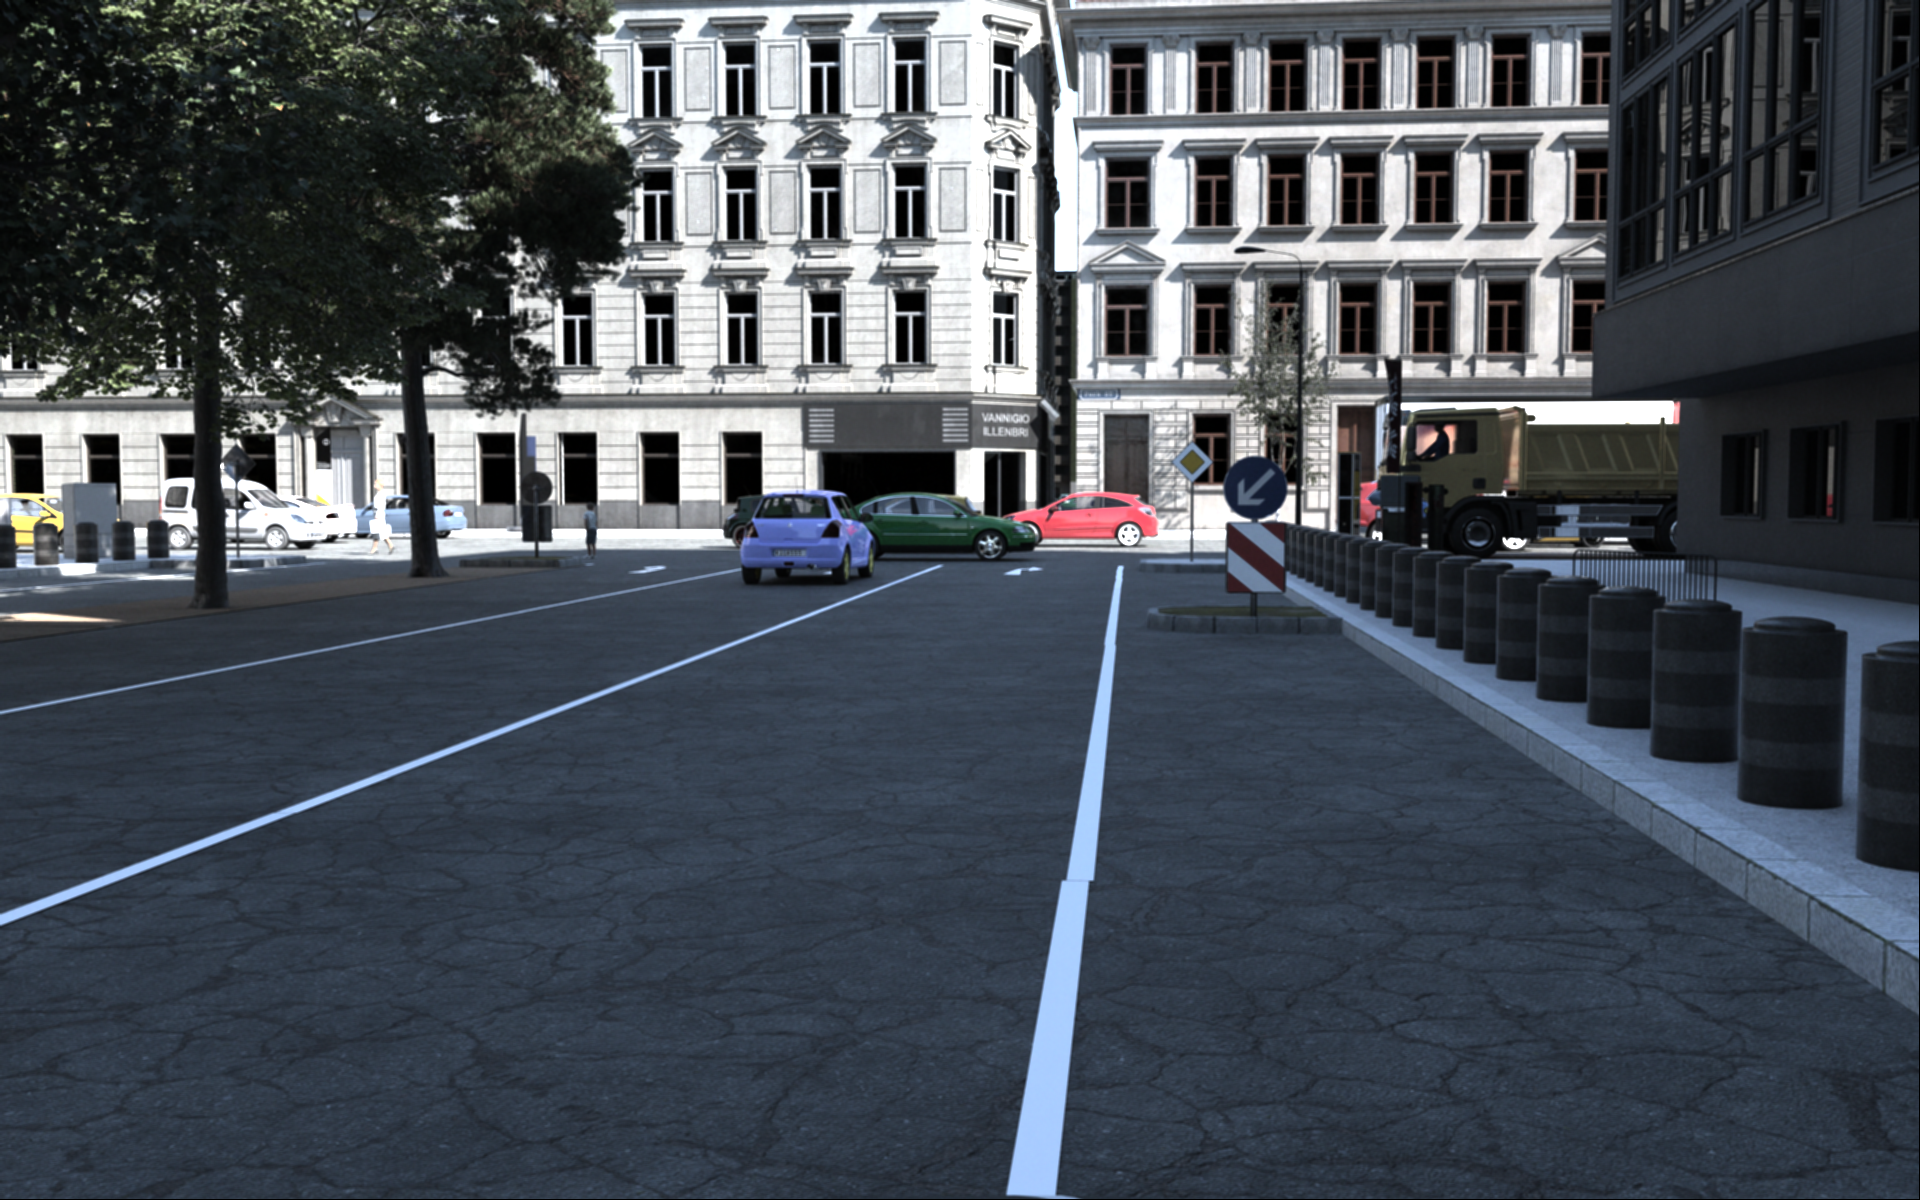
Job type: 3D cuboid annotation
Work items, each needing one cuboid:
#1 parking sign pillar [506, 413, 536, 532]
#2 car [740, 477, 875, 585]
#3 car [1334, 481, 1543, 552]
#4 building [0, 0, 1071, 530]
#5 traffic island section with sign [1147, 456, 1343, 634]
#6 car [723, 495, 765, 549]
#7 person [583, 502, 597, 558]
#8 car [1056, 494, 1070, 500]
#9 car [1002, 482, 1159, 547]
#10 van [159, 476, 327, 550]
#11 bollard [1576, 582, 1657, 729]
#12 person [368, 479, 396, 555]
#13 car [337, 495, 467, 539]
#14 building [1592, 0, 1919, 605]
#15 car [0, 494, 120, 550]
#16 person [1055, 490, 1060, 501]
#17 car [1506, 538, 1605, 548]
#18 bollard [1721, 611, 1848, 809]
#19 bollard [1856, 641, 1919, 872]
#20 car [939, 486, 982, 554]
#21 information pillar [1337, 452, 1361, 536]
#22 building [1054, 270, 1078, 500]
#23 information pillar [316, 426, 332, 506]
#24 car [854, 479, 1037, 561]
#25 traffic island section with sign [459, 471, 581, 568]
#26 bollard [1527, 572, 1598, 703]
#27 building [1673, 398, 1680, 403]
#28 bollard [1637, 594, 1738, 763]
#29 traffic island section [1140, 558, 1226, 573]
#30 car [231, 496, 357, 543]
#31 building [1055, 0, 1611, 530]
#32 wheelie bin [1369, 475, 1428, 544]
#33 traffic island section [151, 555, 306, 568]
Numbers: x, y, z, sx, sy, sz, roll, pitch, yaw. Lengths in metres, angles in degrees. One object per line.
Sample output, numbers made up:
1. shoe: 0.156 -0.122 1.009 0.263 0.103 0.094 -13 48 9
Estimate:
1. parking sign pillar: -14.624 -4.285 58.538 1.447 3.967 1.447 -1 4 -18
2. car: -2.467 -1.175 28.796 1.945 1.707 3.694 0 4 6
3. car: 12.236 -2.163 44.034 5.304 1.827 2.281 0 4 8
4. building: -17.924 -17.947 69.841 44.131 29.872 17.030 0 4 6
5. traffic island section with sign: 3.041 -0.622 18.795 1.989 1.847 2.006 0 4 6
6. car: -4.167 -2.201 45.780 4.222 1.686 2.009 0 4 7
7. person: -8.243 -1.552 38.561 0.332 1.250 0.352 -1 4 -13
8. car: 8.989 -8.083 143.959 2.131 1.459 4.920 0 4 6
9. car: 3.220 -2.360 47.632 4.494 1.783 2.155 0 4 7
10. van: -18.617 -2.325 45.021 4.112 2.044 2.013 0 4 7
11. bollard: 3.705 0.311 9.630 0.404 0.777 0.398 0 3 0
12. person: -13.714 -1.969 41.041 0.624 1.780 0.694 -1 4 -9
13. car: -18.358 -2.708 56.279 4.499 1.417 2.014 0 4 6
14. building: 16.022 -13.559 15.205 14.314 27.812 24.014 0 4 6
15. car: -22.788 -2.007 43.041 3.980 1.641 2.015 0 4 4
16. person: 9.008 -9.320 161.019 1.348 1.807 0.705 0 4 5
17. car: 15.580 -2.252 47.039 3.980 1.641 2.015 0 4 7
18. bollard: 3.466 0.459 7.217 0.404 0.777 0.398 0 3 0
19. bollard: 3.348 0.532 6.021 0.404 0.777 0.398 0 3 0
20. car: -1.287 -1.979 42.574 3.980 1.641 2.015 0 4 5
21. information pillar: 6.787 -1.574 30.234 0.304 2.012 0.304 3 4 37
22. building: 12.655 -27.853 227.092 14.107 30.474 14.160 0 4 6
23. information pillar: -21.842 -4.170 59.529 0.504 3.616 0.183 -1 4 -21
24. car: -0.669 -1.773 37.789 4.718 1.807 1.959 0 4 4
25. traffic island section with sign: -8.634 -1.610 34.465 2.006 1.907 1.989 0 4 6
26. bollard: 3.818 0.238 10.826 0.404 0.777 0.398 0 3 0
27. building: 34.367 -12.743 63.102 16.860 20.320 10.420 0 4 6
28. bollard: 3.582 0.385 8.430 0.404 0.777 0.398 0 3 0
29. traffic island section: 4.425 -0.652 32.945 2.009 0.180 2.903 0 4 6
30. car: -20.299 -2.369 51.103 4.827 1.381 2.083 0 4 4
31. building: 14.401 -14.012 65.261 21.152 22.565 11.583 0 4 6
32. wheelie bin: 7.370 -1.298 29.130 0.980 1.594 0.693 1 4 13
33. traffic island section: -14.524 -0.766 34.807 2.009 0.180 2.903 0 4 6
